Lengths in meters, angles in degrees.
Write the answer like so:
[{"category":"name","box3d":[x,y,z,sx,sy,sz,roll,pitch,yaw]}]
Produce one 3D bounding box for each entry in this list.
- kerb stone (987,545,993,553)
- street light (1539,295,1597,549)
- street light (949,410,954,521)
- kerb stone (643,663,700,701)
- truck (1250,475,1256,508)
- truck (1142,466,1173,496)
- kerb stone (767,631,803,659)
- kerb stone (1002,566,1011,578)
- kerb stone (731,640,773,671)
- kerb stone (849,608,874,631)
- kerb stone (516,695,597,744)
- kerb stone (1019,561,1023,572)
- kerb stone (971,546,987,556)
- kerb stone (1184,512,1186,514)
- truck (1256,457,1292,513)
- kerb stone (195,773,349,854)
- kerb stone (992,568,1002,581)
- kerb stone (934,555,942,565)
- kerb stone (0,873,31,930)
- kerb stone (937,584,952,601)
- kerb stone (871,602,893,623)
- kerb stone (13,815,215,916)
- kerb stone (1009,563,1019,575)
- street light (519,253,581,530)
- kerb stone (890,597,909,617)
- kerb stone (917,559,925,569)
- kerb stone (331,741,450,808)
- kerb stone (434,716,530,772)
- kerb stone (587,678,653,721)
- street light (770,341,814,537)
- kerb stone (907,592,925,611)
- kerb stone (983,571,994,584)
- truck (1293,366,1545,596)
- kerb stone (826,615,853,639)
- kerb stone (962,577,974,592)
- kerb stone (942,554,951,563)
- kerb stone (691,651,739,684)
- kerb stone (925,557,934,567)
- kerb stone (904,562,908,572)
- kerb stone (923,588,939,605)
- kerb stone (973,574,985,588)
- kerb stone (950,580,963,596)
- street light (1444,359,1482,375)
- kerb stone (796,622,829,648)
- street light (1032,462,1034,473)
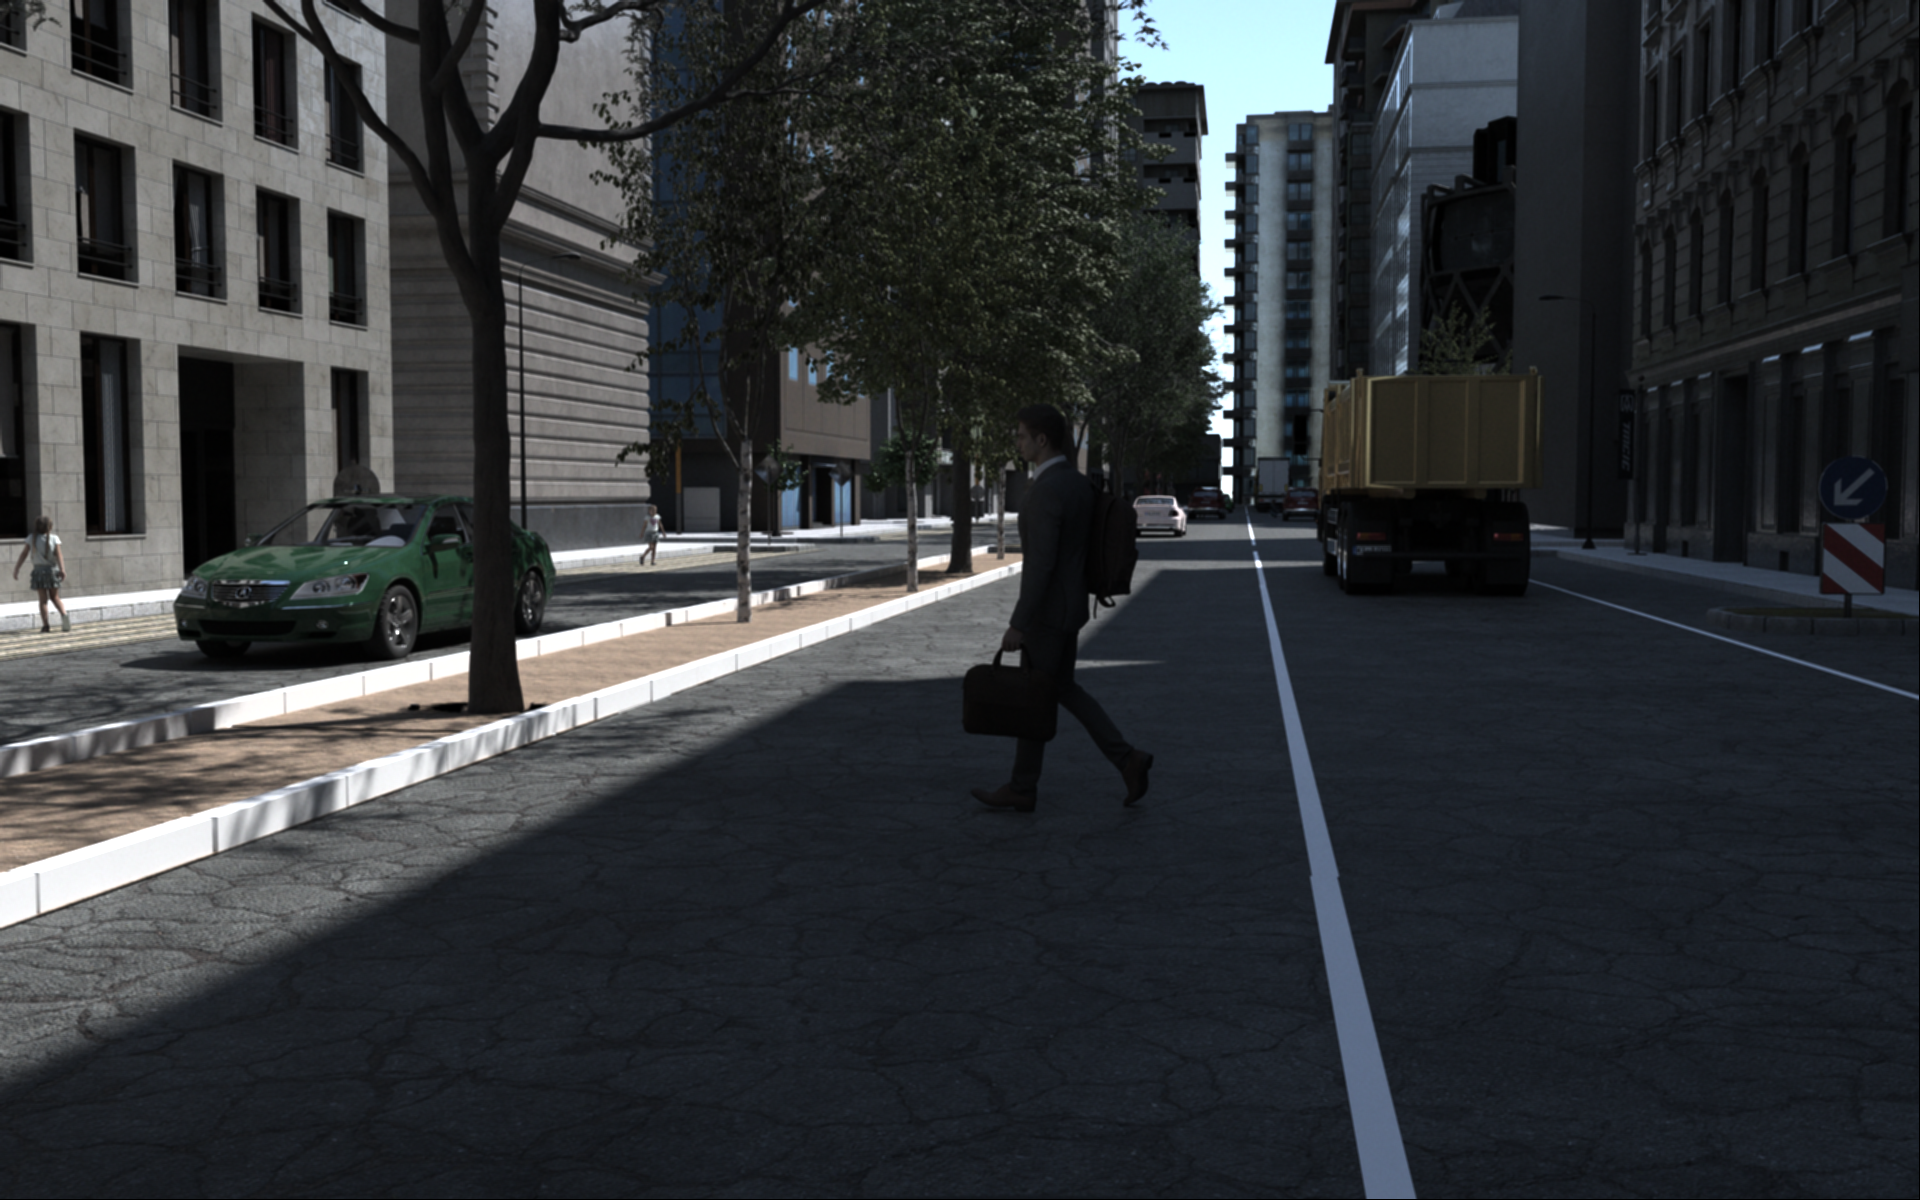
[{"category":"kerb stone","box3d":[0.616,-1.216,42.127,0.120,0.150,1.000,1,4,9]},{"category":"street light","box3d":[14.181,-4.153,40.435,1.470,5.913,1.316,1,4,9]},{"category":"street light","box3d":[0.207,-6.762,83.100,1.470,5.913,1.316,1,4,9]},{"category":"kerb stone","box3d":[-2.102,0.596,12.452,0.120,0.150,1.000,1,4,9]},{"category":"truck","box3d":[31.134,-10.985,175.530,3.469,3.379,9.791,1,4,9]},{"category":"truck","box3d":[20.077,-11.413,175.516,2.839,4.237,11.283,1,4,9]},{"category":"kerb stone","box3d":[-1.614,0.411,15.479,0.120,0.150,1.000,1,4,9]},{"category":"kerb stone","box3d":[0.703,-0.456,29.650,0.120,0.150,1.000,1,4,9]},{"category":"kerb stone","box3d":[-1.776,0.473,14.470,0.120,0.150,1.000,1,4,9]},{"category":"kerb stone","box3d":[-1.110,0.225,18.524,0.120,0.150,1.000,1,4,9]},{"category":"kerb stone","box3d":[-2.446,0.720,10.431,0.120,0.150,1.000,1,4,9]},{"category":"kerb stone","box3d":[1.030,-0.580,31.686,0.120,0.150,1.000,1,4,9]},{"category":"kerb stone","box3d":[0.447,-1.157,41.112,0.120,0.150,1.000,1,4,9]},{"category":"kerb stone","box3d":[15.989,-6.182,123.276,0.120,0.150,1.000,1,4,9]},{"category":"truck","box3d":[24.803,-9.049,136.863,2.839,4.237,11.283,1,4,10]},{"category":"kerb stone","box3d":[-2.929,0.906,7.388,0.120,0.150,1.000,1,4,9]},{"category":"kerb stone","box3d":[0.530,-0.394,28.643,0.120,0.150,1.000,1,4,9]},{"category":"kerb stone","box3d":[-0.553,-0.785,35.028,0.120,0.150,1.000,1,4,9]},{"category":"kerb stone","box3d":[-3.263,1.029,5.371,0.120,0.150,1.000,1,4,9]},{"category":"kerb stone","box3d":[-0.285,-0.085,23.584,0.120,0.150,1.000,1,4,9]},{"category":"kerb stone","box3d":[-0.948,0.162,19.542,0.120,0.150,1.000,1,4,9]},{"category":"kerb stone","box3d":[-3.102,0.968,6.381,0.120,0.150,1.000,1,4,9]},{"category":"kerb stone","box3d":[0.875,-0.518,30.667,0.120,0.150,1.000,1,4,9]},{"category":"street light","box3d":[-7.977,-3.732,33.567,1.470,5.913,1.316,1,4,9]},{"category":"kerb stone","box3d":[-0.789,0.100,20.558,0.120,0.150,1.000,1,4,9]},{"category":"kerb stone","box3d":[-0.872,-0.658,33.008,0.120,0.150,1.000,1,4,9]},{"category":"kerb stone","box3d":[-2.768,0.844,8.397,0.120,0.150,1.000,1,4,9]},{"category":"kerb stone","box3d":[-2.611,0.782,9.410,0.120,0.150,1.000,1,4,9]},{"category":"kerb stone","box3d":[-2.270,0.658,11.443,0.120,0.150,1.000,1,4,9]},{"category":"street light","box3d":[-4.971,-4.837,51.619,1.470,5.913,1.316,1,4,9]},{"category":"kerb stone","box3d":[-0.622,0.038,21.568,0.120,0.150,1.000,1,4,9]},{"category":"kerb stone","box3d":[0.370,-0.333,27.634,0.120,0.150,1.000,1,4,9]},{"category":"truck","box3d":[7.299,-1.971,28.156,3.469,3.379,9.791,1,4,9]},{"category":"kerb stone","box3d":[-1.282,0.288,17.517,0.120,0.150,1.000,1,4,9]},{"category":"kerb stone","box3d":[0.040,-0.207,25.609,0.120,0.150,1.000,1,4,9]},{"category":"kerb stone","box3d":[-0.377,-0.843,36.046,0.120,0.150,1.000,1,4,9]},{"category":"kerb stone","box3d":[-1.944,0.534,13.461,0.120,0.150,1.000,1,4,9]},{"category":"kerb stone","box3d":[-0.711,-0.723,34.018,0.120,0.150,1.000,1,4,9]},{"category":"kerb stone","box3d":[-1.039,-0.599,32.000,0.120,0.150,1.000,1,4,9]},{"category":"kerb stone","box3d":[-0.457,-0.023,22.576,0.120,0.150,1.000,1,4,9]},{"category":"kerb stone","box3d":[0.208,-0.271,26.625,0.120,0.150,1.000,1,4,9]},{"category":"kerb stone","box3d":[-0.128,-0.145,24.600,0.120,0.150,1.000,1,4,9]},{"category":"street light","box3d":[17.323,-5.325,59.609,1.470,5.913,1.316,1,4,9]},{"category":"kerb stone","box3d":[-1.446,0.349,16.489,0.120,0.150,1.000,1,4,9]},{"category":"street light","box3d":[5.386,-8.708,114.909,1.470,5.913,1.316,1,4,9]}]
